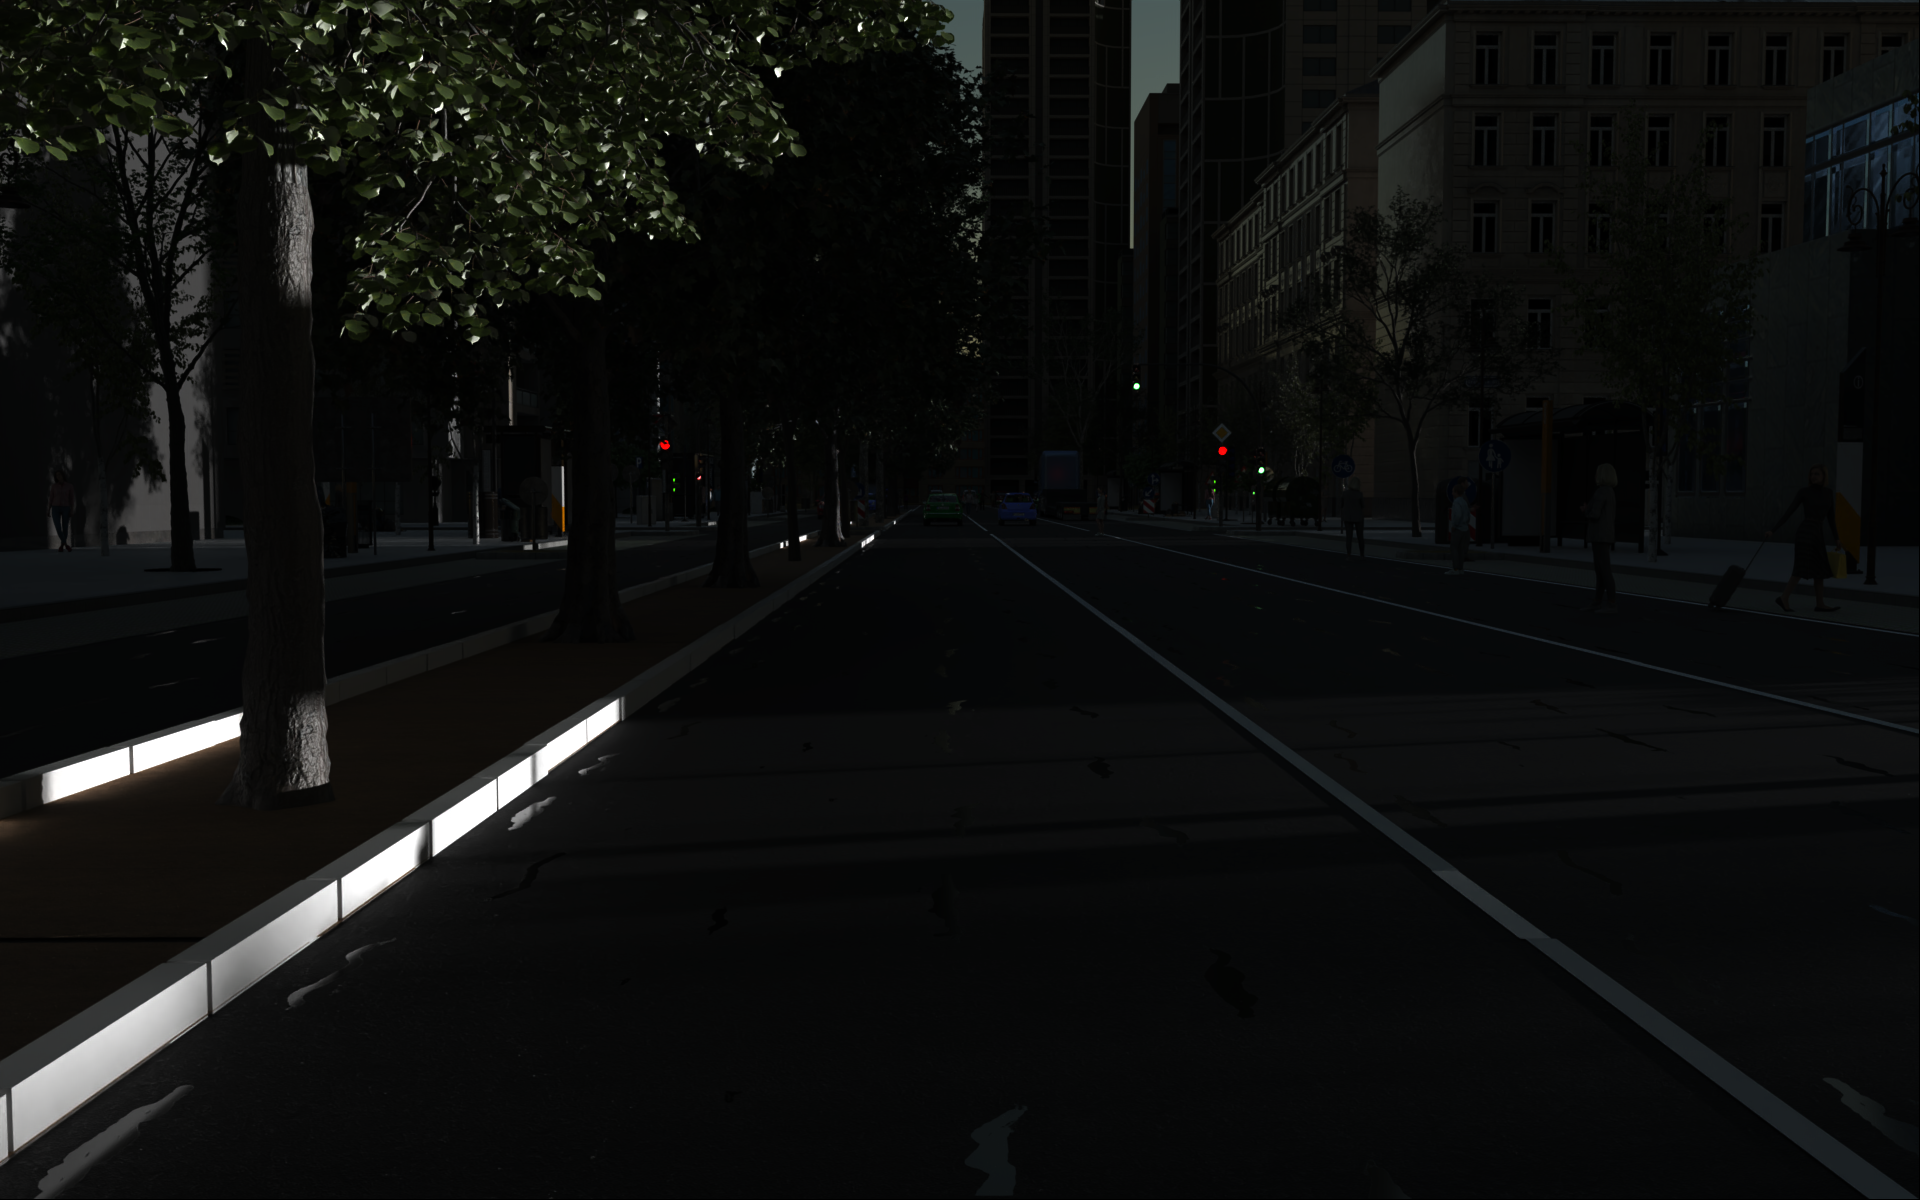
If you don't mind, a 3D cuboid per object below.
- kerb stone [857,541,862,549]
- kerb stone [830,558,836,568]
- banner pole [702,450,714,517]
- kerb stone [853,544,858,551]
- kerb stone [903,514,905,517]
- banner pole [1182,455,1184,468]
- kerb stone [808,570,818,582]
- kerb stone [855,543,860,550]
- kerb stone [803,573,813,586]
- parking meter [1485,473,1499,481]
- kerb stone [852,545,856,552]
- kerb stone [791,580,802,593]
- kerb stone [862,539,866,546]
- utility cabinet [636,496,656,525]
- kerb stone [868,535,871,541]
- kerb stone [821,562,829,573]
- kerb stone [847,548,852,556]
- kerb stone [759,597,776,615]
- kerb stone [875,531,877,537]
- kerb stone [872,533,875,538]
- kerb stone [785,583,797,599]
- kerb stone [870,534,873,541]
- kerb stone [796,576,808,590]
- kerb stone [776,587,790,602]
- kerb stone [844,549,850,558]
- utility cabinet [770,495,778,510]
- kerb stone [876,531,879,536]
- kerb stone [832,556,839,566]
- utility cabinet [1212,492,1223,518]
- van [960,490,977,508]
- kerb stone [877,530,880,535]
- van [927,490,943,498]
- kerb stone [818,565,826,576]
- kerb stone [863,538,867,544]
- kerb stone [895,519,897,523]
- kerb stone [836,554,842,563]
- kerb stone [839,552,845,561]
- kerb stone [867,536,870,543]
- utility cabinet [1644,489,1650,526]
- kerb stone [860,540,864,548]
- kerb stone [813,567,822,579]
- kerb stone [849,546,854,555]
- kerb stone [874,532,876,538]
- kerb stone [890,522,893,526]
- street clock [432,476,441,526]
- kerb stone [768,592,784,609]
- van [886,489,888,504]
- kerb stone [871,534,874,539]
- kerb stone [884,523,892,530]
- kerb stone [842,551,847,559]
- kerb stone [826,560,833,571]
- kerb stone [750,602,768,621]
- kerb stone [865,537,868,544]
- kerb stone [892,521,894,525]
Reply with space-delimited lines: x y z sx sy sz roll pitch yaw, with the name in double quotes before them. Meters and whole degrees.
"kerb stone" -2.651 -1.348 44.227 0.120 0.150 1.000 0 4 -1
"kerb stone" -2.497 -0.659 32.963 0.120 0.150 1.000 0 4 -1
"banner pole" -14.427 -6.661 98.923 0.863 3.779 0.401 0 4 -3
"kerb stone" -2.629 -1.222 42.180 0.120 0.150 1.000 0 4 -1
"kerb stone" -3.383 -4.700 99.041 0.120 0.150 1.000 0 4 -1
"banner pole" 14.243 -7.362 110.391 0.401 3.779 0.863 0 4 1
"kerb stone" -2.420 -0.345 27.835 0.120 0.150 1.000 0 4 -1
"kerb stone" -2.635 -1.282 43.202 0.120 0.150 1.000 0 4 -1
"kerb stone" -2.413 -0.281 26.813 0.120 0.150 1.000 0 4 -1
"parking meter" 14.603 -2.557 47.514 0.399 1.863 0.255 -3 5 -41
"kerb stone" -2.606 -1.160 41.158 0.120 0.150 1.000 0 4 -1
"kerb stone" -2.390 -0.157 24.757 0.120 0.150 1.000 0 4 -1
"kerb stone" -2.672 -1.473 46.278 0.120 0.150 1.000 0 4 -1
"utility cabinet" -13.157 -3.763 72.692 0.306 1.237 1.020 2 4 26
"kerb stone" -2.732 -1.723 50.371 0.120 0.150 1.000 0 4 -1
"kerb stone" -2.466 -0.532 30.913 0.120 0.150 1.000 0 4 -1
"kerb stone" -2.580 -1.034 39.105 0.120 0.150 1.000 0 4 -1
"kerb stone" -2.336 0.095 20.648 0.120 0.150 1.000 0 4 -1
"kerb stone" -2.804 -2.036 55.484 0.120 0.150 1.000 0 4 -1
"kerb stone" -2.775 -1.911 53.440 0.120 0.150 1.000 0 4 -1
"kerb stone" -2.368 -0.094 23.735 0.120 0.150 1.000 0 4 -1
"kerb stone" -2.743 -1.786 51.395 0.120 0.150 1.000 0 4 -1
"kerb stone" -2.404 -0.220 25.785 0.120 0.150 1.000 0 4 -1
"kerb stone" -2.364 -0.031 22.707 0.120 0.150 1.000 0 4 -1
"kerb stone" -2.564 -0.972 38.083 0.120 0.150 1.000 0 4 -1
"utility cabinet" -15.112 -7.888 140.132 0.306 1.237 1.020 2 4 26
"kerb stone" -2.812 -2.098 56.506 0.120 0.150 1.000 0 4 -1
"kerb stone" -2.503 -0.715 33.987 0.120 0.150 1.000 0 4 -1
"utility cabinet" 13.587 -5.051 91.265 0.318 1.500 1.173 1 4 23
"van" 1.024 -10.621 180.659 2.013 2.044 4.112 0 3 0
"kerb stone" -2.827 -2.154 57.542 0.120 0.150 1.000 0 4 -1
"van" -2.492 -10.683 181.670 2.013 2.044 4.112 0 4 -2
"kerb stone" -2.455 -0.467 29.880 0.120 0.150 1.000 0 4 -1
"kerb stone" -2.687 -1.535 47.300 0.120 0.150 1.000 0 4 -1
"kerb stone" -3.142 -3.572 80.604 0.120 0.150 1.000 0 4 -1
"kerb stone" -2.523 -0.784 35.009 0.120 0.150 1.000 0 4 -1
"kerb stone" -2.533 -0.847 36.040 0.120 0.150 1.000 0 4 -1
"kerb stone" -2.715 -1.661 49.348 0.120 0.150 1.000 0 4 -1
"utility cabinet" 27.662 -3.743 69.884 0.318 1.500 1.173 2 4 28
"kerb stone" -2.658 -1.410 45.251 0.120 0.150 1.000 0 4 -1
"kerb stone" -2.439 -0.407 28.857 0.120 0.150 1.000 0 4 -1
"kerb stone" -2.592 -1.096 40.134 0.120 0.150 1.000 0 4 -1
"kerb stone" -2.787 -1.973 54.462 0.120 0.150 1.000 0 4 -1
"kerb stone" -3.038 -3.133 73.446 0.120 0.150 1.000 0 4 -1
"street clock" -21.136 -3.985 69.728 0.471 2.002 0.358 1 4 19
"kerb stone" -2.343 0.032 21.680 0.120 0.150 1.000 0 4 -1
"van" -9.254 -12.265 204.921 2.240 2.365 5.245 0 4 -1
"kerb stone" -2.754 -1.848 52.417 0.120 0.150 1.000 0 4 -1
"kerb stone" -3.026 -3.072 72.422 0.120 0.150 1.000 0 4 -1
"kerb stone" -2.552 -0.909 37.062 0.120 0.150 1.000 0 4 -1
"kerb stone" -2.481 -0.596 31.935 0.120 0.150 1.000 0 4 -1
"kerb stone" -2.318 0.157 19.626 0.120 0.150 1.000 0 4 -1
"kerb stone" -2.710 -1.597 48.325 0.120 0.150 1.000 0 4 -1
"kerb stone" -3.068 -3.260 75.492 0.120 0.150 1.000 0 4 -1
